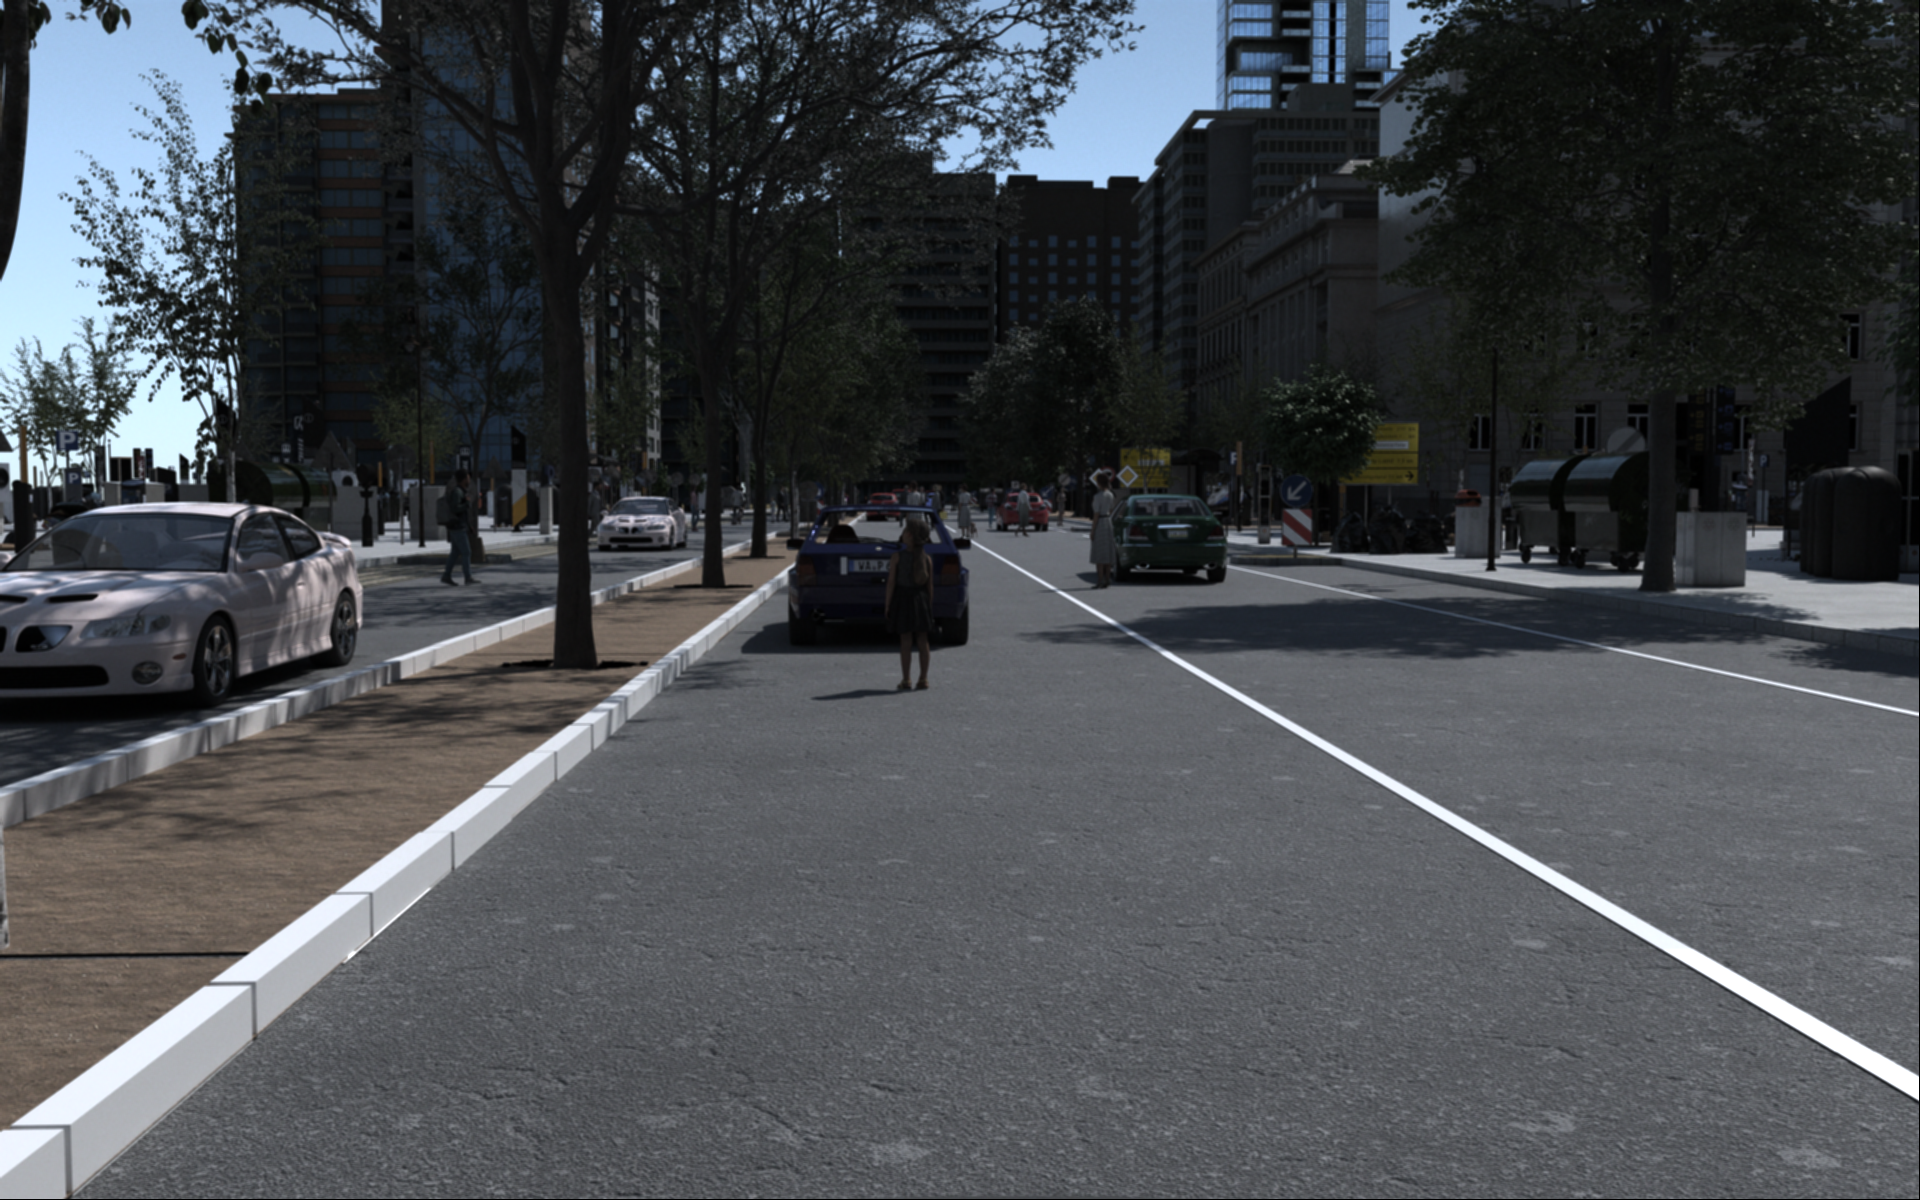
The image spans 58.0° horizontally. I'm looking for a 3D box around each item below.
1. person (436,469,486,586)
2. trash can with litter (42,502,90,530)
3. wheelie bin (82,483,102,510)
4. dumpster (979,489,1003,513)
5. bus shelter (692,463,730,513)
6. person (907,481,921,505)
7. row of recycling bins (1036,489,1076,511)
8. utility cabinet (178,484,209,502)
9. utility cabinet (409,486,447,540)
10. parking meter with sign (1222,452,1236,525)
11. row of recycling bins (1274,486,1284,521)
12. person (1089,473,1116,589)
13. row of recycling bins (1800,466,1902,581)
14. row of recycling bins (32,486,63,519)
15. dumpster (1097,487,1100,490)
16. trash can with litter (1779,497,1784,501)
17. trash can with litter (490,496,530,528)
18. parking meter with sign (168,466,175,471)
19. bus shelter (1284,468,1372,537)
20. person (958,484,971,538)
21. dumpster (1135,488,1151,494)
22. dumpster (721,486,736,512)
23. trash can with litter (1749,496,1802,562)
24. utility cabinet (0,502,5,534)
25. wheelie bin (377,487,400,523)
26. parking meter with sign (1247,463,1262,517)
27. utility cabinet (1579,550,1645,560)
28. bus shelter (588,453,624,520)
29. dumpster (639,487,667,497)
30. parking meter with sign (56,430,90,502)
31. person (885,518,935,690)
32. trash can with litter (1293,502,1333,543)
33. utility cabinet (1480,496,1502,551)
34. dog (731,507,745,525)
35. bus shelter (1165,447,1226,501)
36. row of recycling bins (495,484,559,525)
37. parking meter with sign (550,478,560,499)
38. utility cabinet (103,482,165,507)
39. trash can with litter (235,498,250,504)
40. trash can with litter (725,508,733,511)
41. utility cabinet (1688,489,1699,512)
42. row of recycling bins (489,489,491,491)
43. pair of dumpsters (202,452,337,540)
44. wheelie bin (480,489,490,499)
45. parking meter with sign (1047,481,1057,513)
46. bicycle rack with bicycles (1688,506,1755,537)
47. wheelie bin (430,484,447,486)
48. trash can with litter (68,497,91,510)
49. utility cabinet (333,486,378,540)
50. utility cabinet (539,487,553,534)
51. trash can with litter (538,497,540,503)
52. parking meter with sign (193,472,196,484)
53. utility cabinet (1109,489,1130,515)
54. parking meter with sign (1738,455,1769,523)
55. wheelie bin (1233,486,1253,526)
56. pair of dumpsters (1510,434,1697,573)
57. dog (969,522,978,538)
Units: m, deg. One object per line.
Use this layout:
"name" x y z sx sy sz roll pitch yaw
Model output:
"person" -7.731 -1.124 26.865 0.713 1.824 0.794 0 4 1
"trash can with litter" -12.721 -0.814 24.701 0.624 1.170 1.055 -2 4 -26
"wheelie bin" -25.876 -2.644 51.131 0.980 1.594 0.693 -2 4 -26
"dumpster" 2.410 -7.752 134.955 1.865 1.857 1.264 0 4 -4
"bus shelter" -16.573 -7.433 115.453 2.014 3.302 5.546 0 4 -2
"person" -1.183 -2.043 42.465 0.524 1.755 0.480 3 5 44
"row of recycling bins" 7.490 -7.640 132.029 3.534 1.692 1.069 -1 4 -21
"utility cabinet" -17.183 -1.818 38.411 0.318 1.500 1.173 3 5 43
"utility cabinet" -14.718 -2.399 47.895 1.173 1.500 0.318 2 4 32
"parking meter with sign" 10.987 -4.626 71.894 0.543 3.016 1.738 -1 4 -20
"row of recycling bins" 16.027 -4.733 84.498 1.069 1.692 3.534 0 4 -2
"person" 2.114 -1.058 26.371 0.524 1.755 0.480 3 5 42
"row of recycling bins" 13.844 -1.221 27.081 1.069 1.692 3.534 1 4 17
"row of recycling bins" -46.254 -4.979 88.527 3.534 1.692 1.069 2 4 35
"dumpster" 8.963 -6.616 113.935 1.264 1.857 1.865 0 4 -2
"trash can with litter" 64.828 -7.602 135.676 1.055 1.170 0.624 2 4 23
"trash can with litter" -17.175 -3.383 66.367 1.678 1.210 2.233 2 4 26
"parking meter with sign" -50.307 -6.887 108.864 1.738 3.016 0.543 0 4 6
"bus shelter" 11.572 -3.921 55.396 1.731 3.624 6.357 0 4 -2
"person" 0.124 -2.874 56.055 0.480 1.755 0.524 -2 4 -34
"dumpster" 9.191 -5.370 90.286 1.502 2.255 1.985 0 4 -2
"dumpster" -16.960 -7.377 126.368 1.264 1.857 1.865 0 4 -2
"trash can with litter" 16.058 -1.338 32.927 1.678 1.210 2.233 1 4 16
"utility cabinet" -30.355 -2.808 54.594 0.318 1.500 1.173 -2 4 -24
"wheelie bin" -25.892 -4.349 79.014 0.693 1.594 0.980 0 4 7
"parking meter with sign" 16.160 -6.211 97.813 0.543 3.016 1.738 -3 5 -41
"utility cabinet" 12.489 -1.499 33.187 1.173 1.500 0.318 0 4 6
"bus shelter" -18.437 -5.737 87.731 2.014 3.302 5.546 0 4 -2
"dumpster" -18.927 -6.367 106.595 1.502 2.255 1.985 0 4 -2
"parking meter with sign" -23.996 -3.090 46.779 0.543 3.016 1.738 -2 4 -32
"person" -0.372 0.028 12.708 0.362 1.253 0.373 -1 4 -16
"trash can with litter" 9.306 -2.090 45.566 1.055 1.170 0.624 -1 4 -21
"utility cabinet" 12.158 -1.742 39.643 0.306 1.237 1.020 0 4 8
"dog" -10.402 -3.864 80.009 0.800 0.831 0.513 1 4 10
"bus shelter" 10.419 -5.133 77.852 2.014 3.302 5.546 0 4 -2
"row of recycling bins" -17.486 -3.970 72.027 3.534 1.692 1.069 -1 4 -23
"parking meter with sign" -19.584 -5.382 84.263 1.738 3.016 0.543 -2 4 -30
"utility cabinet" -14.869 -1.381 31.255 0.318 1.500 1.173 1 4 16
"trash can with litter" -13.580 -1.374 33.518 1.678 1.210 2.233 1 4 18
"trash can with litter" -18.487 -7.530 134.180 2.233 1.210 1.678 0 4 -3
"utility cabinet" 30.290 -3.852 71.656 0.318 1.500 1.173 1 4 13
"row of recycling bins" -35.324 -7.581 131.068 3.534 1.692 1.069 3 5 44
"pair of dumpsters" -15.213 -2.189 38.290 1.574 2.255 4.437 0 4 -2
"wheelie bin" -31.184 -6.472 113.728 0.980 1.594 0.693 0 4 2
"parking meter with sign" 6.147 -7.406 117.343 0.543 3.016 1.738 -1 4 -13
"bicycle rack with bicycles" 22.217 -2.322 51.352 2.852 0.926 2.925 3 4 37
"wheelie bin" -16.230 -2.821 54.039 0.980 1.594 0.693 1 4 12
"trash can with litter" -22.059 -2.024 44.144 2.233 1.210 1.678 0 4 -7
"utility cabinet" -16.792 -2.411 48.101 1.173 1.500 0.318 -1 4 -19
"utility cabinet" -13.198 -2.844 55.174 0.318 1.500 1.173 0 4 -8
"trash can with litter" -32.048 -7.231 129.620 0.624 1.170 1.055 3 5 40
"parking meter with sign" -60.433 -8.712 138.701 1.738 3.016 0.543 0 4 -2
"utility cabinet" 7.296 -4.384 80.354 1.173 1.500 0.318 -1 4 -22
"parking meter with sign" 34.771 -4.908 76.512 1.738 3.016 0.543 -1 4 -12
"wheelie bin" 11.258 -3.736 68.999 0.693 1.594 0.980 0 4 -6
"pair of dumpsters" 11.143 -1.693 30.174 1.574 2.255 4.437 0 4 -2
"dog" 0.441 -2.314 57.120 0.406 0.507 0.540 -2 4 -25
